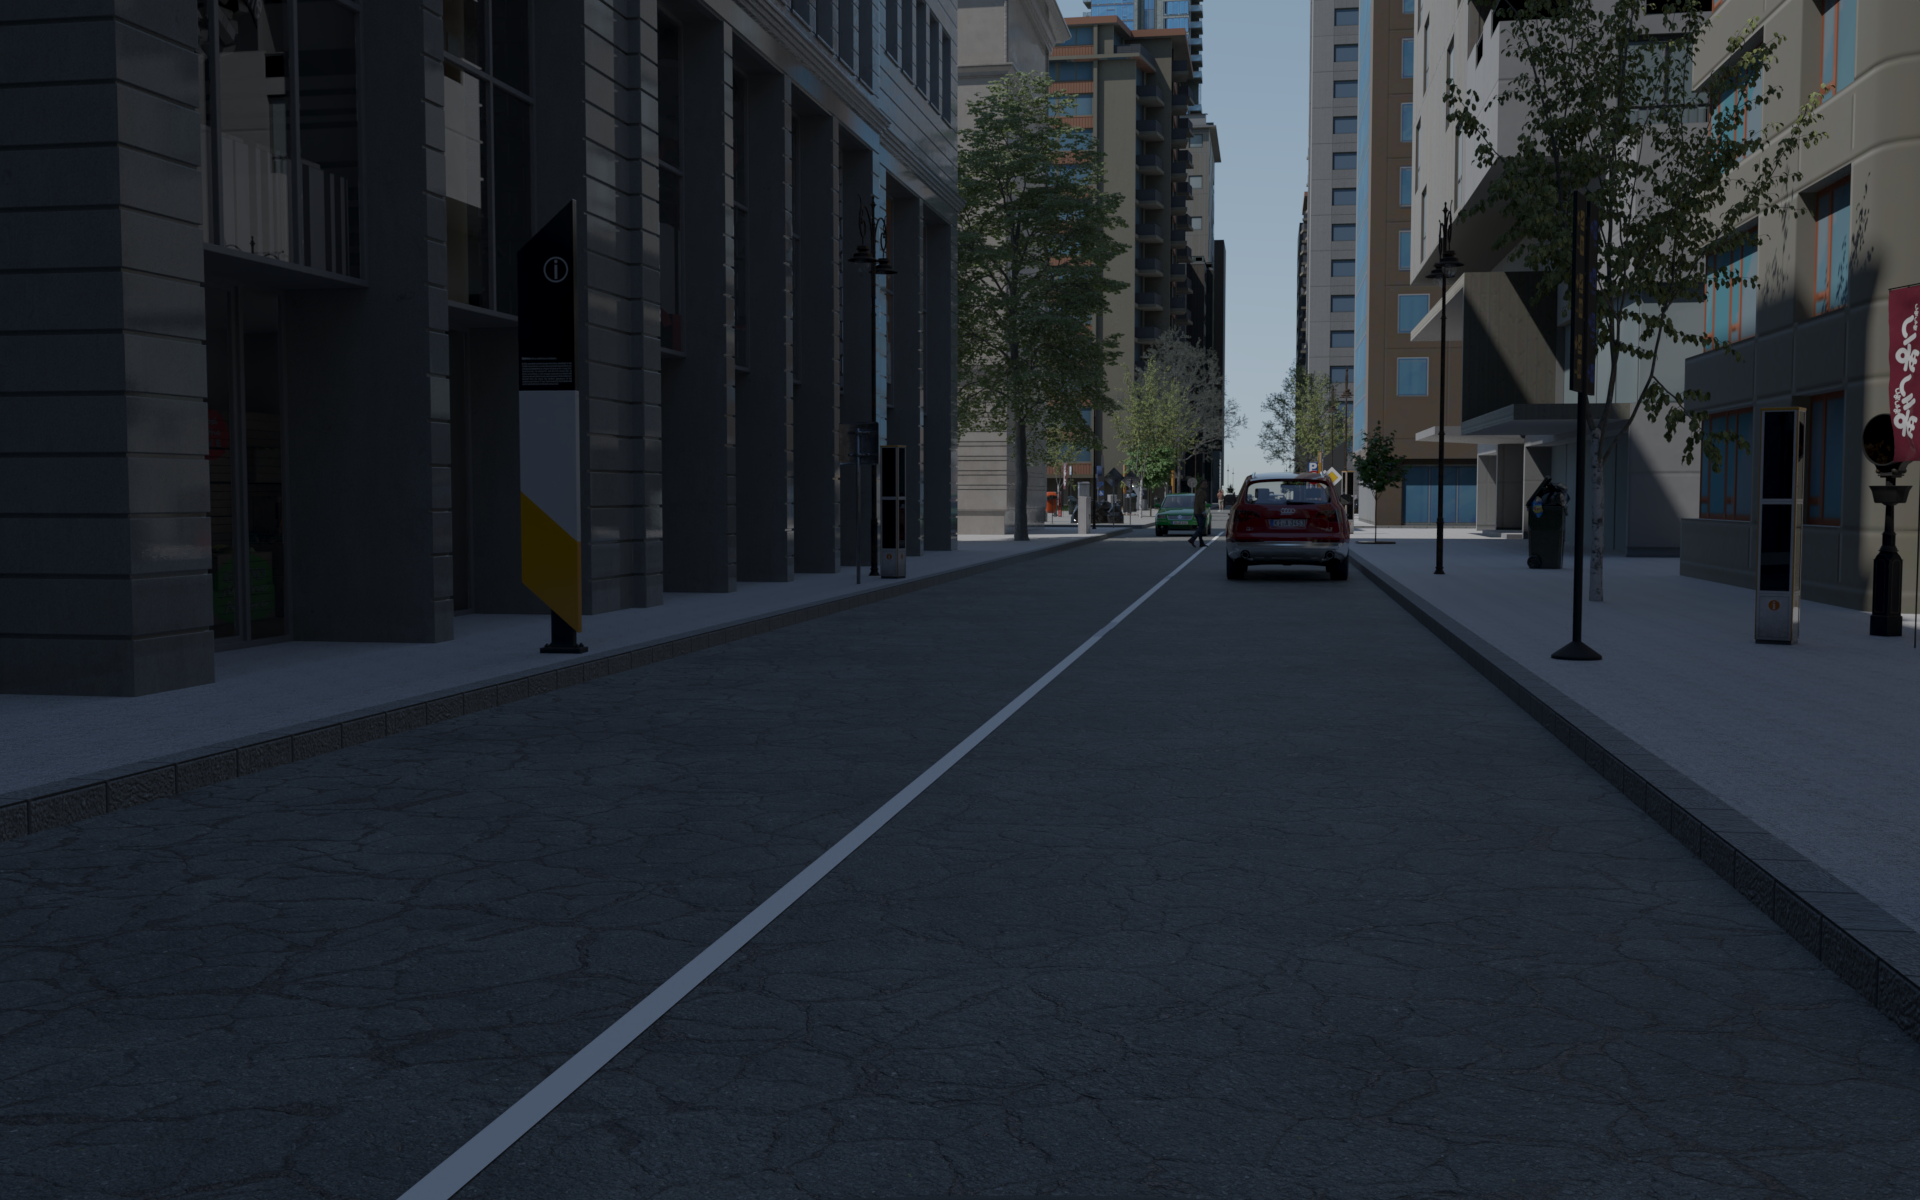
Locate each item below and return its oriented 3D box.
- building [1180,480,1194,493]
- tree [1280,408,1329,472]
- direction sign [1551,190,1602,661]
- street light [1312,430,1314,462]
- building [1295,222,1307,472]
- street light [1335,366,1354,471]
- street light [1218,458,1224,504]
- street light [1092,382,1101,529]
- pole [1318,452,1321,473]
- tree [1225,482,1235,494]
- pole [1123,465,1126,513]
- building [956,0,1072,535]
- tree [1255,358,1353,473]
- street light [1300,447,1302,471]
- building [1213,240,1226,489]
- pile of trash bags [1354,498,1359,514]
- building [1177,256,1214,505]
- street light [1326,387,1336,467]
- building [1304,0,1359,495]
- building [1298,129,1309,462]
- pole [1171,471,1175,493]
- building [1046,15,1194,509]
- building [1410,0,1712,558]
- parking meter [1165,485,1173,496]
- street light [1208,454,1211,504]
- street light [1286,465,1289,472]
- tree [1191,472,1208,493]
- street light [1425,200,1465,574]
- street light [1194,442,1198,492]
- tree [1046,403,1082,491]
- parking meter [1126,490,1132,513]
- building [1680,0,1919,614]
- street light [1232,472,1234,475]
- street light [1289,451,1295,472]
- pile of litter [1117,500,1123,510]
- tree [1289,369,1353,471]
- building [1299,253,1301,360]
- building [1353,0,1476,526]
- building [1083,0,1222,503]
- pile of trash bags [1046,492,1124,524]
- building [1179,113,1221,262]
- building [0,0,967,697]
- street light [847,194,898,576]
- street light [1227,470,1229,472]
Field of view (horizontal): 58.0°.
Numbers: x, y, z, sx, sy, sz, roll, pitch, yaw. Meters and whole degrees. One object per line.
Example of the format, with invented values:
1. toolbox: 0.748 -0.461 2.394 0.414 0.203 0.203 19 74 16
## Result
1. building: 10.028 -30.480 190.230 32.217 40.220 23.993 1 4 10
2. tree: 27.787 -11.507 138.497 4.360 8.622 3.978 0 3 0
3. direction sign: 4.805 -1.309 13.392 0.379 3.537 0.876 2 4 30
4. street light: 22.330 -8.373 109.679 0.468 5.910 1.993 1 4 10
5. building: 67.086 -40.698 289.111 21.300 48.544 21.600 1 4 10
6. street light: 13.993 -5.507 62.823 0.468 5.910 1.993 1 4 10
7. street light: 34.830 -15.752 230.338 0.468 5.910 1.993 1 4 10
8. street light: 4.906 -5.527 63.159 0.468 5.910 1.993 1 4 10
9. pole: 17.379 -5.490 83.605 0.158 3.312 0.155 0 3 0
10. tree: 44.481 -17.755 284.893 1.663 3.219 1.824 0 3 0
11. pole: 11.406 -7.713 119.956 0.158 3.312 0.155 0 3 0
12. building: -7.321 -13.710 60.319 21.152 22.565 11.583 1 4 10
13. tree: 23.758 -11.290 119.006 7.601 10.594 8.767 1 4 14
14. street light: 29.411 -10.816 149.628 0.468 5.910 1.993 1 4 10
15. building: 38.129 -39.498 295.903 14.600 45.320 14.200 1 4 10
16. pile of trash bags: 25.367 -6.244 111.838 1.912 1.369 3.447 -1 4 -20
17. building: 23.206 -26.723 208.627 14.160 30.474 14.107 1 4 10
18. street light: 16.000 -6.221 74.499 0.468 5.910 1.993 1 4 10
19. building: 42.687 -37.756 159.307 21.231 58.520 28.212 1 4 10
20. building: 48.792 -32.614 187.864 22.147 44.769 28.867 1 4 10
21. pole: 16.393 -8.544 133.541 0.158 3.312 0.155 0 3 0
22. building: 10.471 -31.099 163.099 22.147 44.769 28.867 1 4 10
23. building: 26.830 -27.879 45.064 28.713 52.752 27.495 1 4 10
24. parking meter: 12.550 -6.015 104.053 0.399 1.863 0.255 -3 4 -36
25. street light: 26.512 -12.919 184.016 0.468 5.910 1.993 1 4 10
26. street light: 42.002 -15.128 220.134 0.468 5.910 1.993 1 4 10
27. tree: 21.458 -9.834 155.385 1.663 3.219 1.824 0 3 0
28. street light: 7.678 -3.350 27.564 0.468 5.910 1.993 1 4 10
29. street light: 20.216 -10.755 148.631 0.468 5.910 1.993 1 4 10
30. tree: 7.990 -11.526 138.819 4.737 8.622 4.395 0 3 0
31. parking meter: 11.348 -6.603 116.364 0.372 1.533 0.369 0 3 0
32. building: 22.454 -10.095 10.099 27.650 21.520 28.899 1 4 10
33. street light: 47.488 -20.089 301.238 0.468 5.910 1.993 1 4 10
34. street light: 35.630 -12.961 184.706 0.468 5.910 1.993 1 4 10
35. pile of litter: 13.276 -7.862 142.502 1.719 0.858 1.176 -2 4 -29
36. tree: 21.084 -9.250 101.592 4.737 8.622 4.395 0 3 0
37. building: 59.064 -36.017 243.494 22.147 44.769 28.867 1 4 10
38. building: 24.558 -25.922 73.940 14.200 45.320 14.600 1 4 10
39. building: 30.450 -58.742 273.096 22.319 86.520 31.000 1 4 10
40. pile of trash bags: 5.326 -4.004 75.221 3.447 1.369 1.912 -1 4 -10
41. building: 22.058 -40.156 245.787 28.713 52.752 27.495 1 4 10
42. building: -7.929 -15.165 25.435 11.434 29.767 29.804 1 4 10
43. street light: -1.345 -3.318 27.031 0.468 5.910 1.993 1 4 10
44. street light: 41.184 -17.944 266.176 0.468 5.910 1.993 1 4 10
